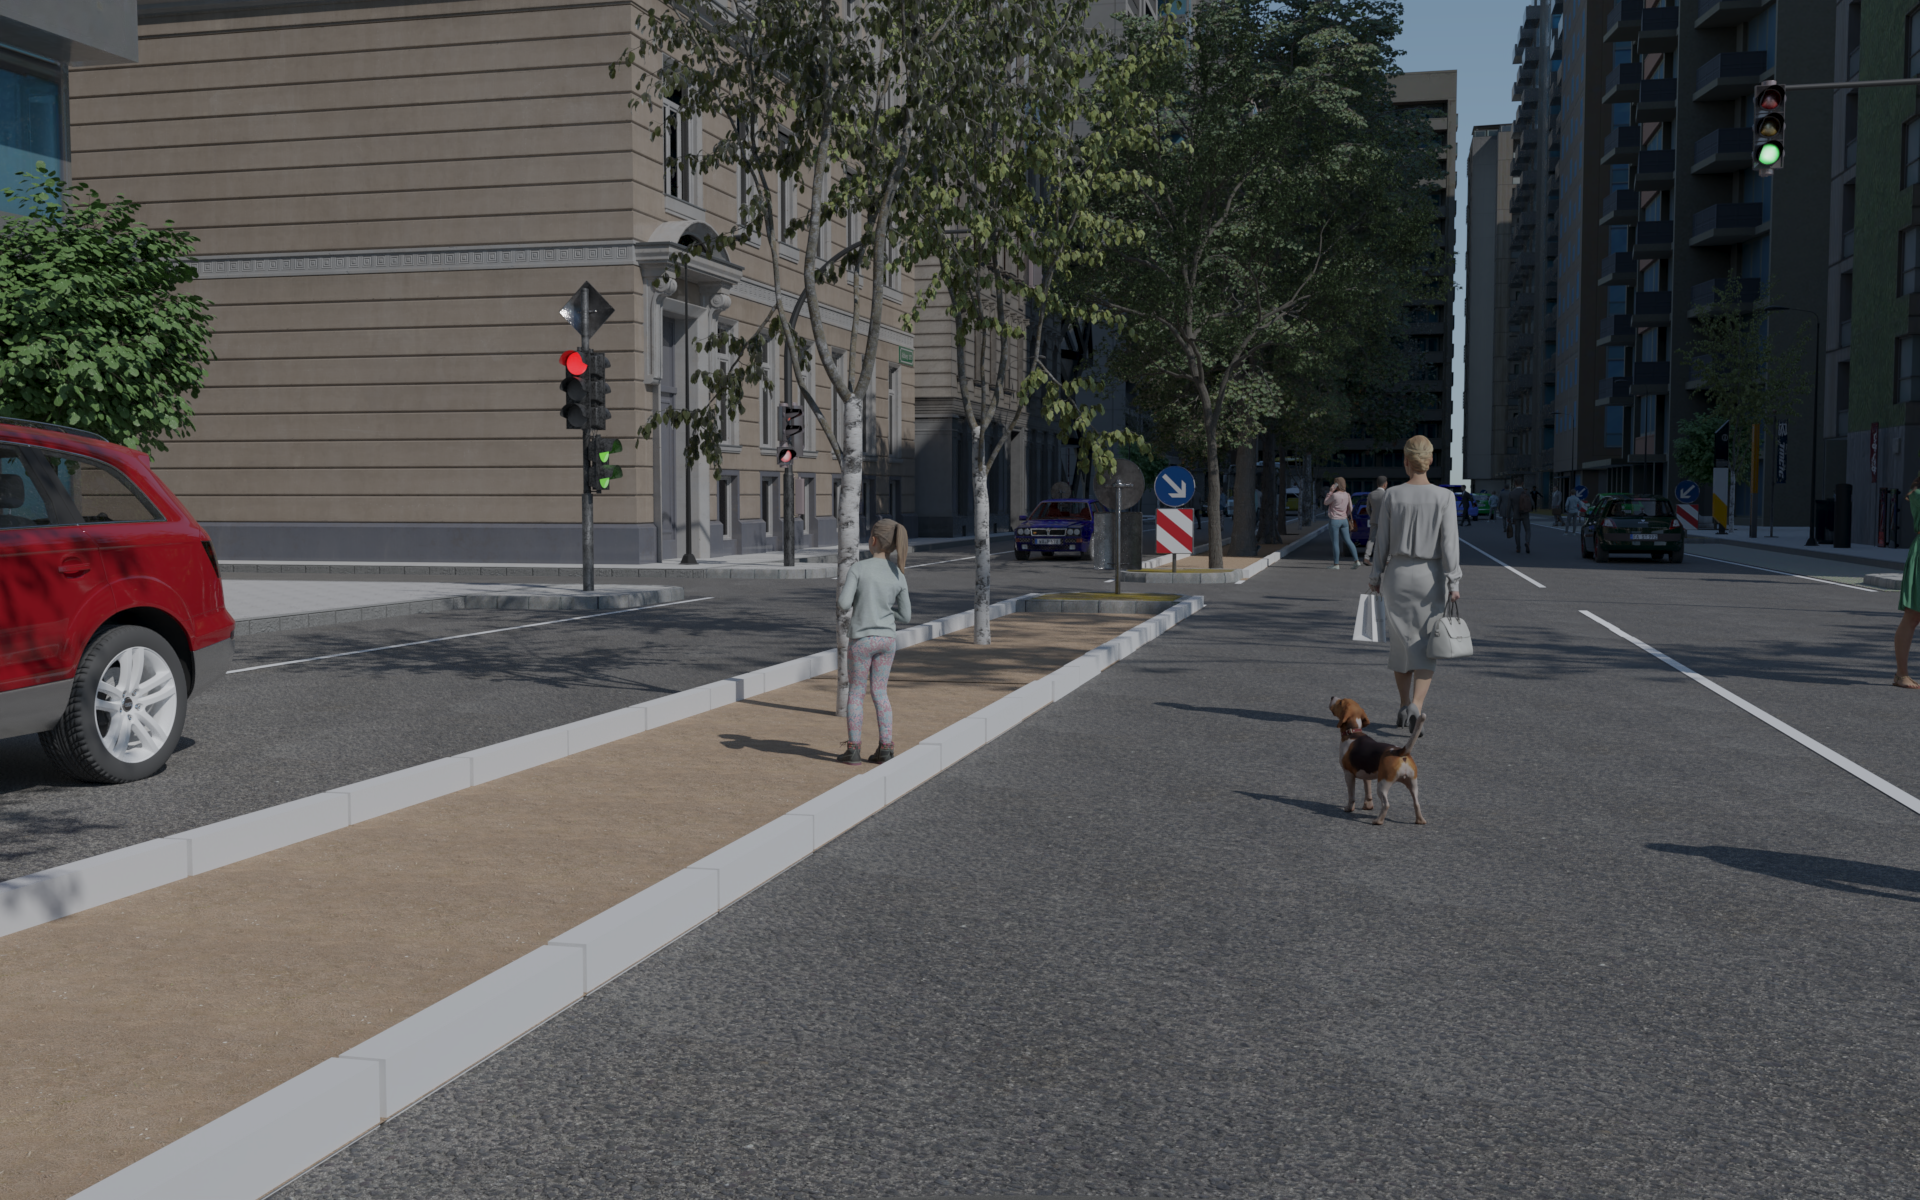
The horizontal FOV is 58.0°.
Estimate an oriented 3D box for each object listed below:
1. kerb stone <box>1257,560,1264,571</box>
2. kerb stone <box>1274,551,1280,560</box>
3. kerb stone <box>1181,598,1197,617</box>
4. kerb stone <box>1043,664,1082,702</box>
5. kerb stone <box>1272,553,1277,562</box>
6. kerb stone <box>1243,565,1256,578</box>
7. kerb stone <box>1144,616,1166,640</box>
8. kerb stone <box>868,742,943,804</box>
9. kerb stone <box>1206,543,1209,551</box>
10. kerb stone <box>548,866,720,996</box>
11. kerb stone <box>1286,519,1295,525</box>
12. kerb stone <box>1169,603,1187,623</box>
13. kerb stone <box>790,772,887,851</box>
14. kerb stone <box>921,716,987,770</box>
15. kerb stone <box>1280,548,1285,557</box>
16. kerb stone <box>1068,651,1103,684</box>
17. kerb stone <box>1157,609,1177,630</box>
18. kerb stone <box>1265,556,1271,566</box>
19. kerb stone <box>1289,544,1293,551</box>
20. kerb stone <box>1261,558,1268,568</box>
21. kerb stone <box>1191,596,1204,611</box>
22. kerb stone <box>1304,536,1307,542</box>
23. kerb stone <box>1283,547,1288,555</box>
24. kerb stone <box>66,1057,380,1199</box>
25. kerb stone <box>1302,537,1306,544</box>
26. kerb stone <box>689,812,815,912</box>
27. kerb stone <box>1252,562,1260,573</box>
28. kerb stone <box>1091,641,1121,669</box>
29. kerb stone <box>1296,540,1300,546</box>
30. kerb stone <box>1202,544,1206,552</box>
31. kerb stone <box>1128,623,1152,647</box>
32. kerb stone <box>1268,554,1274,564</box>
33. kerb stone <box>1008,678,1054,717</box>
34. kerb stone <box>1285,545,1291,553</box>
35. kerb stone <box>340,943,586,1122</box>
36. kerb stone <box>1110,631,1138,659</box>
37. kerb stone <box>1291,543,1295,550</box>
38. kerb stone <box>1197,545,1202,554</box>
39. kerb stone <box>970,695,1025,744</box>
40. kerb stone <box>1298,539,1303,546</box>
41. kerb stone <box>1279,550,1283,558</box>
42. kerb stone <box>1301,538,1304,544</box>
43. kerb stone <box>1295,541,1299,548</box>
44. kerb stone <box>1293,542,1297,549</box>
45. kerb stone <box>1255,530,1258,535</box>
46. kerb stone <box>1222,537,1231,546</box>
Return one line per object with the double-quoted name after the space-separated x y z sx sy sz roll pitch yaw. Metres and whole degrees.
5.447 -0.591 31.853 0.120 0.150 1.000 1 4 14 "kerb stone"
6.669 -0.894 36.818 0.120 0.150 1.000 1 4 14 "kerb stone"
2.651 0.110 20.399 0.120 0.150 1.000 1 4 14 "kerb stone"
0.711 0.602 12.420 0.120 0.150 1.000 1 4 14 "kerb stone"
6.413 -0.832 35.828 0.120 0.150 1.000 1 4 14 "kerb stone"
4.960 -0.469 29.863 0.120 0.150 1.000 1 4 14 "kerb stone"
1.921 0.293 17.403 0.120 0.150 1.000 1 4 14 "kerb stone"
-0.278 0.852 8.429 0.120 0.150 1.000 1 4 14 "kerb stone"
6.092 -1.292 43.319 0.120 0.150 1.000 1 4 14 "kerb stone"
-1.004 1.025 5.438 0.120 0.150 1.000 1 4 14 "kerb stone"
16.073 -3.791 84.185 0.120 0.150 1.000 1 4 14 "kerb stone"
2.400 0.171 19.408 0.120 0.150 1.000 1 4 14 "kerb stone"
-0.523 0.903 7.428 0.120 0.150 1.000 1 4 14 "kerb stone"
-0.034 0.781 9.421 0.120 0.150 1.000 1 4 14 "kerb stone"
7.146 -1.017 38.819 0.120 0.150 1.000 1 4 14 "kerb stone"
0.952 0.538 13.414 0.120 0.150 1.000 1 4 14 "kerb stone"
2.164 0.234 18.400 0.120 0.150 1.000 1 4 14 "kerb stone"
5.928 -0.712 33.842 0.120 0.150 1.000 1 4 14 "kerb stone"
7.879 -1.200 41.812 0.120 0.150 1.000 1 4 14 "kerb stone"
5.696 -0.651 32.846 0.120 0.150 1.000 1 4 14 "kerb stone"
2.901 0.051 21.409 0.120 0.150 1.000 1 4 14 "kerb stone"
9.830 -1.683 49.776 0.120 0.150 1.000 1 4 14 "kerb stone"
7.401 -1.072 39.809 0.120 0.150 1.000 1 4 14 "kerb stone"
-1.491 1.147 3.450 0.120 0.150 1.000 1 4 14 "kerb stone"
9.584 -1.626 48.778 0.120 0.150 1.000 1 4 14 "kerb stone"
-0.763 0.964 6.431 0.120 0.150 1.000 1 4 14 "kerb stone"
5.205 -0.530 30.856 0.120 0.150 1.000 1 4 14 "kerb stone"
1.183 0.477 14.410 0.120 0.150 1.000 1 4 14 "kerb stone"
8.848 -1.443 45.790 0.120 0.150 1.000 1 4 14 "kerb stone"
5.850 -1.231 42.325 0.120 0.150 1.000 1 4 14 "kerb stone"
1.671 0.354 16.401 0.120 0.150 1.000 1 4 14 "kerb stone"
6.177 -0.773 34.833 0.120 0.150 1.000 1 4 14 "kerb stone"
0.452 0.660 11.431 0.120 0.150 1.000 1 4 14 "kerb stone"
7.644 -1.136 40.817 0.120 0.150 1.000 1 4 14 "kerb stone"
-1.247 1.090 4.446 0.120 0.150 1.000 1 4 14 "kerb stone"
1.434 0.416 15.400 0.120 0.150 1.000 1 4 14 "kerb stone"
8.121 -1.261 42.810 0.120 0.150 1.000 1 4 14 "kerb stone"
5.601 -1.170 41.330 0.120 0.150 1.000 1 4 14 "kerb stone"
0.213 0.720 10.422 0.120 0.150 1.000 1 4 14 "kerb stone"
9.100 -1.504 46.786 0.120 0.150 1.000 1 4 14 "kerb stone"
6.910 -0.956 37.824 0.120 0.150 1.000 1 4 14 "kerb stone"
9.341 -1.565 47.780 0.120 0.150 1.000 1 4 14 "kerb stone"
8.614 -1.382 44.795 0.120 0.150 1.000 1 4 14 "kerb stone"
8.373 -1.314 43.802 0.120 0.150 1.000 1 4 14 "kerb stone"
10.969 -2.511 63.255 0.120 0.150 1.000 1 4 14 "kerb stone"
7.555 -1.655 49.300 0.120 0.150 1.000 1 4 14 "kerb stone"
